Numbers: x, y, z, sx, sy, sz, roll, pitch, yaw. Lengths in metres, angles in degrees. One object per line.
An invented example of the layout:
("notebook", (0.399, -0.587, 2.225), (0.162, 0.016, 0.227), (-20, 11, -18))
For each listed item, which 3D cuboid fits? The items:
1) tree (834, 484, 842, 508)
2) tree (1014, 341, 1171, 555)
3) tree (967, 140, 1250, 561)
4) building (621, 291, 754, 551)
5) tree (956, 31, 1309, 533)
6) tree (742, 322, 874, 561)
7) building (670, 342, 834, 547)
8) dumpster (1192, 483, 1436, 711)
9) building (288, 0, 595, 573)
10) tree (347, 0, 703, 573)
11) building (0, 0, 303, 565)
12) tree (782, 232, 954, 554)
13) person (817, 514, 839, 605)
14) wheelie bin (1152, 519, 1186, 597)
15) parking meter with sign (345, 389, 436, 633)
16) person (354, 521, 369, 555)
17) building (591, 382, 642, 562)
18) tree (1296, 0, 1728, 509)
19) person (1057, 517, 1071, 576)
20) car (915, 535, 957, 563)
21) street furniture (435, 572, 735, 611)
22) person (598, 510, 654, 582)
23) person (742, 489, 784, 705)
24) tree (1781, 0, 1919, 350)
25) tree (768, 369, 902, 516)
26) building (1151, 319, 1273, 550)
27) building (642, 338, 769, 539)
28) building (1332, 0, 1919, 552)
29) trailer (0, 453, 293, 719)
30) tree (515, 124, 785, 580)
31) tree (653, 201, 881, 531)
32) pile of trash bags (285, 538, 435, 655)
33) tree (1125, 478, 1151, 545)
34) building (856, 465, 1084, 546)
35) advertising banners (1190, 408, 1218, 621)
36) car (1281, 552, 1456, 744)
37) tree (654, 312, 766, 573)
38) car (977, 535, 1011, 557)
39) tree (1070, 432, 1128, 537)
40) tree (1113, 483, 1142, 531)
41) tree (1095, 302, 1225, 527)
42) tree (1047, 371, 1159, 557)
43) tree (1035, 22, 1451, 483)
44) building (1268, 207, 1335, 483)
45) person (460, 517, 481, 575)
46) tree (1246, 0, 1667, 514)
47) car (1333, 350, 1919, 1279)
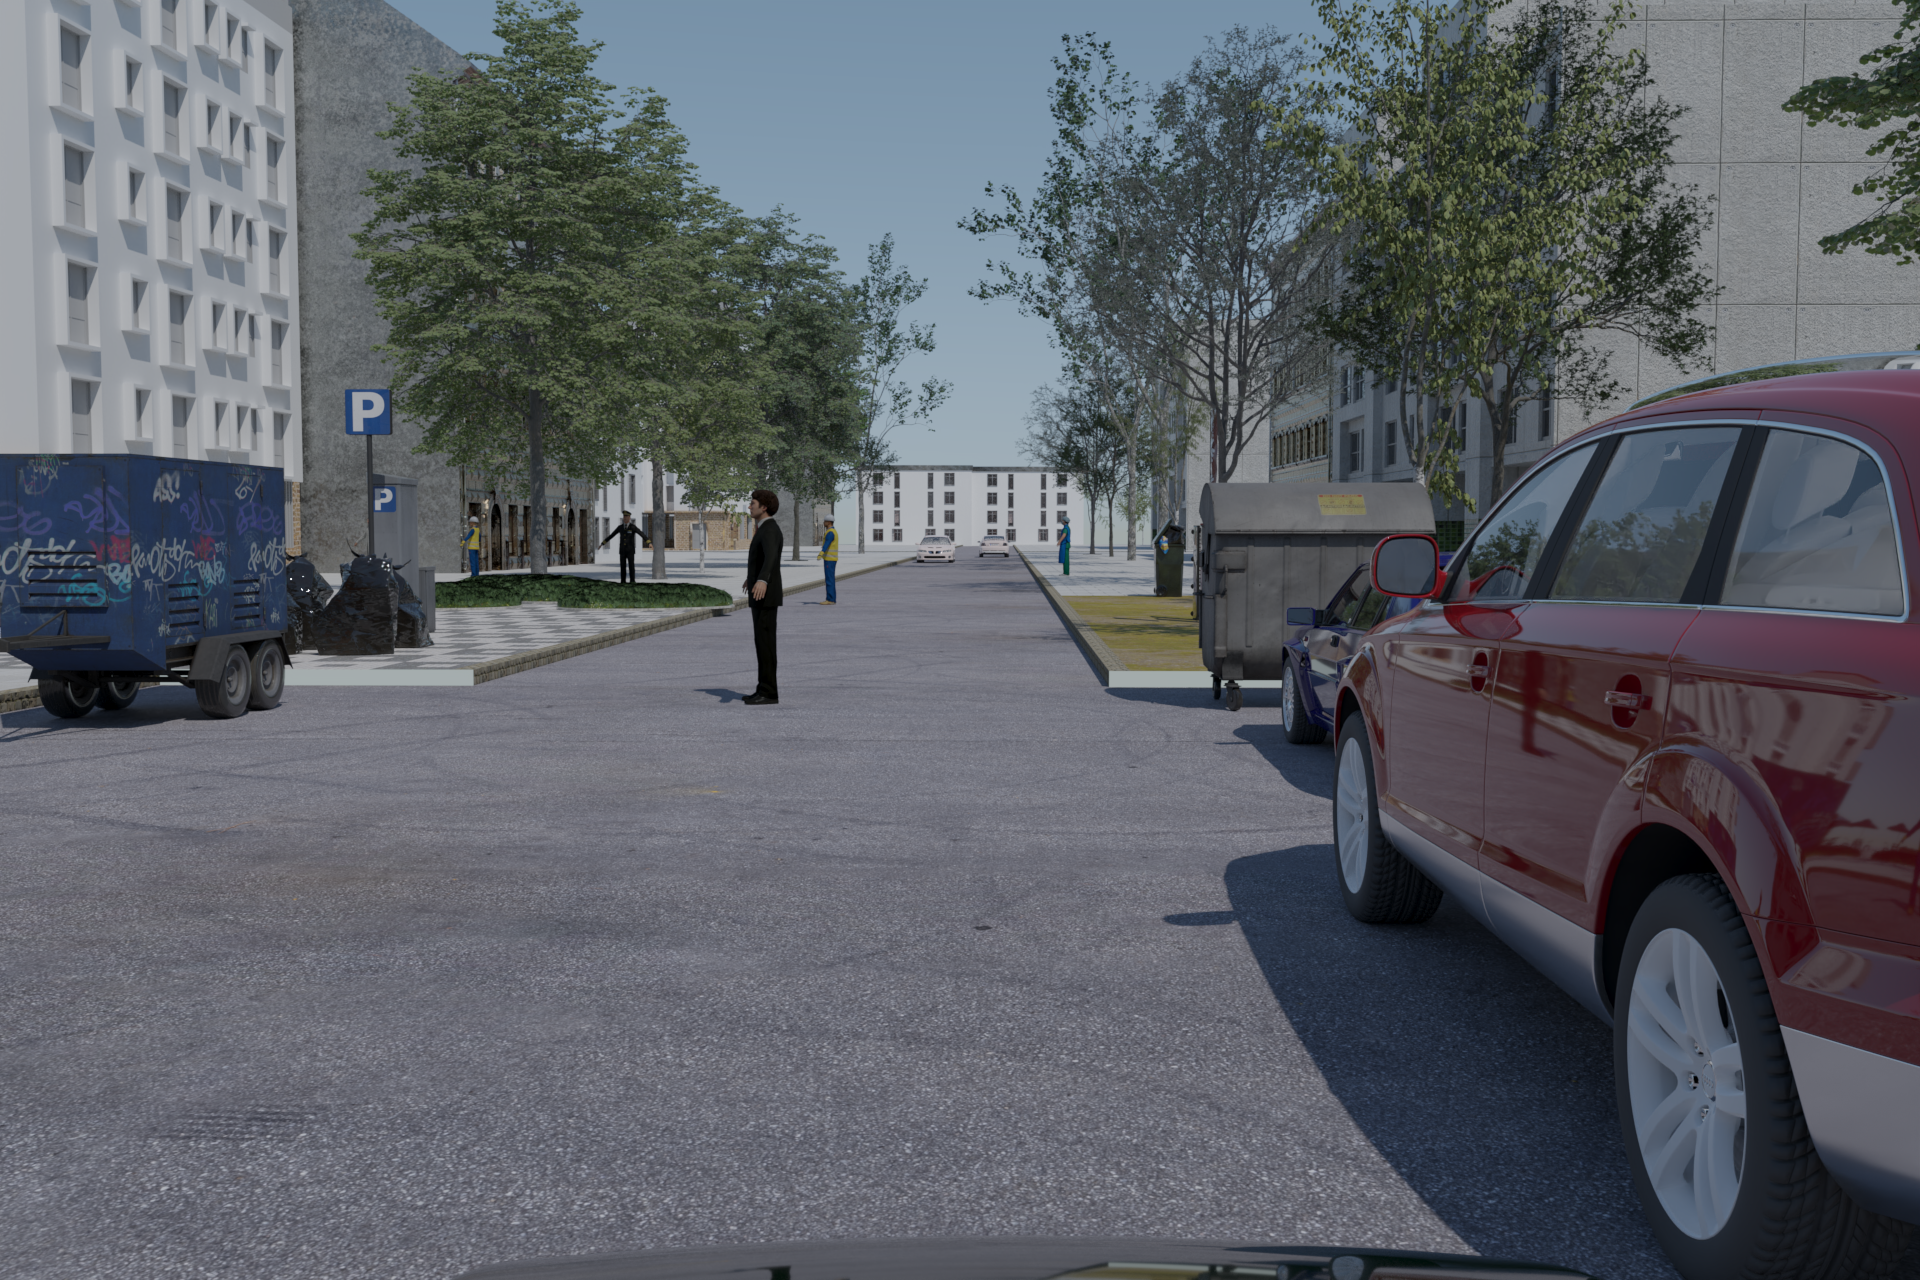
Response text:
("tree", (-16.265, -16.043, 212.668), (4.360, 8.622, 3.978), (0, 3, 0))
("tree", (8.377, -12.101, 108.218), (12.009, 13.543, 11.850), (0, 3, 0))
("tree", (7.192, -13.954, 84.037), (12.611, 20.169, 13.585), (0, 3, 0))
("building", (-23.000, -17.096, 135.940), (16.016, 20.090, 11.380), (0, 4, 1))
("tree", (6.545, -12.906, 66.901), (12.611, 20.169, 13.585), (0, 3, 0))
("tree", (-7.663, -9.557, 82.020), (9.928, 11.665, 9.643), (0, 3, 0))
("building", (-23.973, -21.795, 187.272), (19.493, 23.208, 18.063), (0, 4, 2))
("dumpster", (2.925, -0.382, 14.456), (1.865, 1.857, 1.264), (0, 4, 1))
("building", (-25.184, -14.314, 64.966), (19.493, 23.208, 18.063), (0, 4, 1))
("tree", (-9.164, -7.268, 36.961), (7.486, 12.596, 7.792), (0, 3, 0))
("building", (-26.316, -11.368, 42.294), (16.016, 20.090, 11.380), (0, 4, 1))
("tree", (-6.450, -15.590, 110.778), (12.611, 20.169, 13.585), (0, 3, 0))
("person", (-2.672, -1.633, 35.127), (0.705, 1.833, 1.349), (0, 4, 6))
("wheelie bin", (4.290, -1.687, 35.487), (0.693, 1.594, 0.980), (0, 4, 2))
("parking meter with sign", (-7.084, -1.558, 21.734), (0.543, 3.016, 1.738), (0, 4, 2))
("person", (-17.644, -2.794, 51.874), (1.347, 1.806, 0.705), (2, 4, 35))
("building", (-20.960, -9.046, 90.047), (9.099, 9.664, 28.070), (0, 4, 1))
("tree", (9.266, -5.775, 28.840), (7.601, 10.594, 8.767), (-1, 4, -15))
("person", (3.187, -2.854, 52.783), (0.704, 1.817, 1.347), (1, 4, 15))
("car", (-1.201, -4.588, 87.374), (2.083, 1.381, 4.827), (0, 4, 1))
("street furniture", (-8.388, -1.056, 32.892), (5.734, 0.657, 10.072), (-2, 4, -27))
("person", (-7.783, -2.111, 40.445), (1.347, 1.837, 0.705), (1, 4, 8))
("person", (-1.685, -0.369, 14.678), (0.705, 1.806, 1.347), (-1, 4, -11))
("tree", (12.190, -6.033, 16.771), (7.486, 12.596, 7.792), (0, 3, 0))
("tree", (-6.617, -9.682, 92.716), (7.601, 10.594, 8.767), (-1, 4, -21))
("building", (26.489, -17.412, 151.137), (16.747, 18.905, 31.486), (0, 4, 1))
("building", (-24.760, -18.834, 164.355), (16.016, 20.090, 11.380), (0, 4, 1))
("building", (24.972, -11.996, 62.598), (16.747, 18.905, 31.486), (0, 4, 1))
("trailer", (-6.340, -0.367, 13.042), (1.471, 1.999, 3.904), (0, 4, 1))
("tree", (-8.941, -7.983, 48.641), (7.486, 12.596, 7.792), (0, 3, 0))
("tree", (-7.650, -9.715, 65.491), (9.857, 13.997, 8.962), (0, 3, 0))
("pile of trash bags", (-6.974, -0.527, 18.363), (1.912, 1.369, 3.447), (0, 4, 3))
("tree", (21.791, -15.781, 208.385), (4.737, 8.622, 4.395), (0, 3, 0))
("building", (1.211, -16.336, 211.694), (28.070, 9.664, 9.099), (0, 4, -3))
("advertising banners", (3.533, -1.767, 25.075), (0.090, 3.025, 2.074), (0, 4, 0))
("car", (3.063, 0.118, 10.655), (1.945, 1.354, 3.894), (0, 4, 1))
("tree", (-8.391, -6.477, 56.260), (4.737, 8.622, 4.395), (0, 3, 0))
("car", (2.106, -5.808, 107.327), (2.083, 1.381, 4.827), (0, 4, 1))
("tree", (8.940, -10.301, 118.778), (4.360, 8.622, 3.978), (0, 3, 0))
("tree", (20.886, -16.066, 213.046), (4.737, 8.622, 4.395), (0, 3, 0))
("tree", (6.920, -6.352, 54.218), (4.360, 8.622, 3.978), (0, 3, 0))
("tree", (8.236, -9.960, 97.266), (7.601, 10.594, 8.767), (-2, 4, -30))
("tree", (6.461, -8.027, 41.610), (12.009, 13.543, 11.850), (0, 3, 0))
("building", (26.765, -15.811, 89.434), (19.493, 23.208, 18.063), (0, 4, 1))
("person", (-13.820, -2.599, 48.953), (0.721, 1.772, 1.216), (1, 4, 8))
("tree", (5.381, -4.212, 19.222), (4.737, 8.622, 4.395), (0, 3, 0))
("car", (2.411, 0.239, 4.760), (2.281, 1.827, 5.304), (0, 4, 1))
